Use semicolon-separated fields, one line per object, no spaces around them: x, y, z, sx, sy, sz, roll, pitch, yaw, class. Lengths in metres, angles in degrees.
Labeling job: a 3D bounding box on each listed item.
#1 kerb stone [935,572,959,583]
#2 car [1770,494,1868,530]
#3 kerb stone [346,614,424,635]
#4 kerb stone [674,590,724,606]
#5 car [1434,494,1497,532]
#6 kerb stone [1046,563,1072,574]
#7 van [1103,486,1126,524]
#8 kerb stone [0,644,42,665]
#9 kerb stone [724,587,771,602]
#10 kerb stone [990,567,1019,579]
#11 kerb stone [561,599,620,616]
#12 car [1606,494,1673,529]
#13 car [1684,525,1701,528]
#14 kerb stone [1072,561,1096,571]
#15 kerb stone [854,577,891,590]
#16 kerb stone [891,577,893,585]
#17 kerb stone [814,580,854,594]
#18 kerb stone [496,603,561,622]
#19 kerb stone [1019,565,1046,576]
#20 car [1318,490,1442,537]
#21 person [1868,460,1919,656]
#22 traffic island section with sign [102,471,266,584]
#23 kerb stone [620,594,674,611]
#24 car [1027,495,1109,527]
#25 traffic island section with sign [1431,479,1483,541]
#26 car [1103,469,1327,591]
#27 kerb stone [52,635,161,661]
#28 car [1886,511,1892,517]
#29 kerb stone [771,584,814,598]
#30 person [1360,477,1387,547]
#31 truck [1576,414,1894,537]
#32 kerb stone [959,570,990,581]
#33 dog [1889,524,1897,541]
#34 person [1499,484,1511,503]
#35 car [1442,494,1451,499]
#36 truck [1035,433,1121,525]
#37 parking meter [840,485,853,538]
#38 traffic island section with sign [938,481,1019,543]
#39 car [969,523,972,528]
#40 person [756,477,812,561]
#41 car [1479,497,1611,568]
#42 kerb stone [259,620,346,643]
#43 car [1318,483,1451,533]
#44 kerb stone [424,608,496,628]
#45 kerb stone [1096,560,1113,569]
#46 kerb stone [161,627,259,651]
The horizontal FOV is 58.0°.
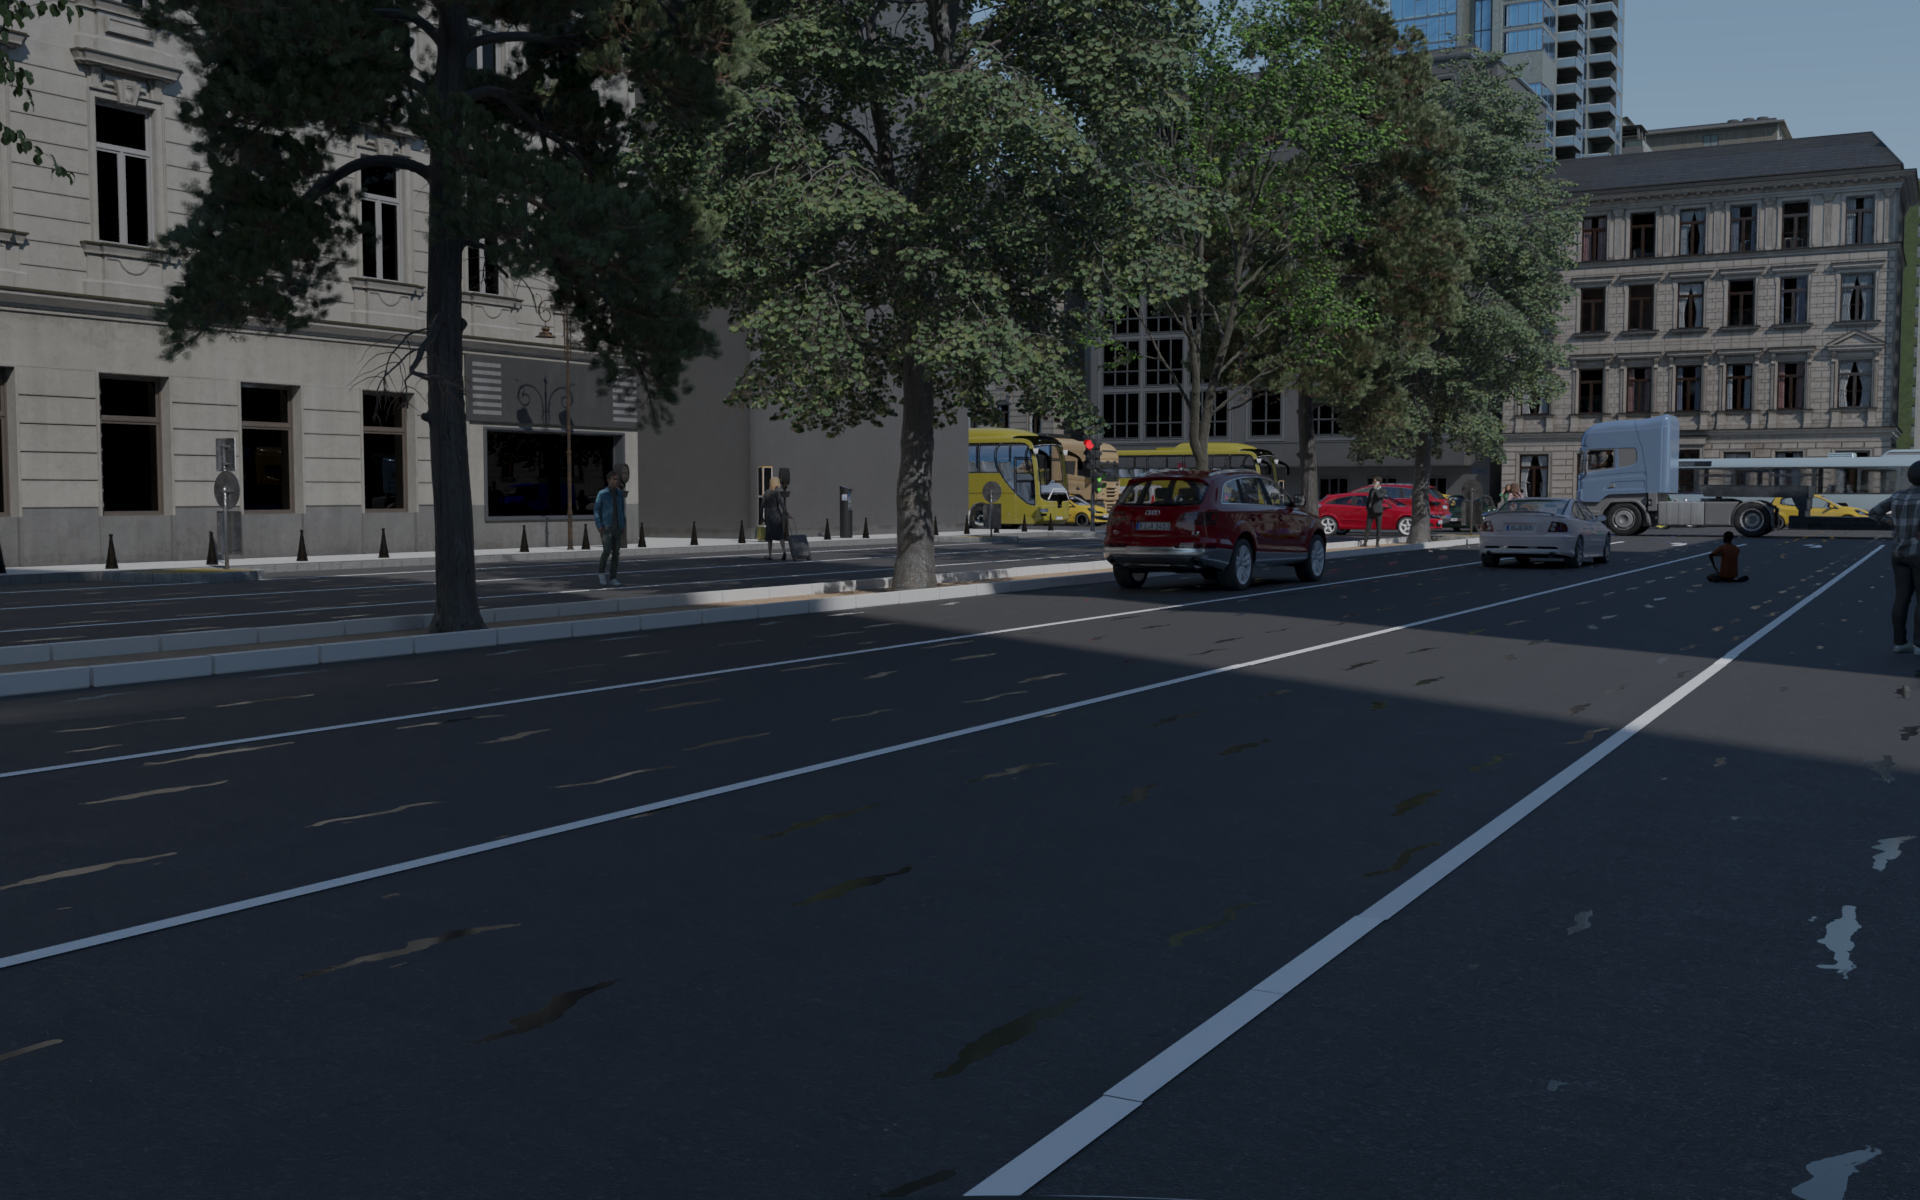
-0.355;-0.341;27.788;0.120;0.150;1.000;2;4;30;kerb stone
34.340;-3.625;69.488;3.980;1.641;2.015;2;4;30;car
-6.006;0.259;17.956;0.120;0.150;1.000;2;4;30;kerb stone
-3.446;-0.014;22.420;0.120;0.150;1.000;2;4;30;kerb stone
19.407;-3.465;66.432;2.009;1.686;4.222;2;4;32;car
1.699;-0.561;31.364;0.120;0.150;1.000;2;4;30;kerb stone
7.701;-4.604;82.280;4.112;2.044;2.013;2;4;30;van
-8.062;0.479;14.360;0.120;0.150;1.000;2;4;30;kerb stone
-2.921;-0.068;23.314;0.120;0.150;1.000;2;4;30;kerb stone
0.676;-0.442;29.581;0.120;0.150;1.000;2;4;30;kerb stone
-4.461;0.096;20.631;0.120;0.150;1.000;2;4;30;kerb stone
27.704;-3.791;71.571;3.694;1.707;1.945;2;4;29;car
30.111;-3.847;74.897;4.499;1.417;2.014;2;4;30;car
2.214;-0.612;32.259;0.120;0.150;1.000;2;4;30;kerb stone
-1.387;-0.233;26.002;0.120;0.150;1.000;2;4;30;kerb stone
-0.862;-0.287;26.887;0.120;0.150;1.000;2;4;30;kerb stone
-1.896;-0.175;25.109;0.120;0.150;1.000;2;4;30;kerb stone
-4.974;0.150;19.738;0.120;0.150;1.000;2;4;30;kerb stone
1.184;-0.506;30.475;0.120;0.150;1.000;2;4;30;kerb stone
14.350;-3.099;59.702;4.494;1.783;2.155;2;4;29;car
8.560;-0.386;15.542;0.376;1.734;0.841;0;4;-7;person
-12.742;-1.232;28.767;1.989;1.847;2.006;2;4;30;traffic island section with sign
-3.948;0.041;21.522;0.120;0.150;1.000;2;4;30;kerb stone
4.772;-4.125;77.669;3.980;1.641;2.015;2;4;31;car
15.661;-2.777;53.532;2.006;1.907;1.989;2;4;30;traffic island section with sign
4.148;-1.147;27.428;2.281;1.827;5.304;2;4;32;car
-7.550;0.424;15.258;0.120;0.150;1.000;2;4;30;kerb stone
38.904;-3.479;69.238;4.827;1.381;2.083;2;4;31;car
-2.409;-0.121;24.206;0.120;0.150;1.000;2;4;30;kerb stone
11.161;-2.374;46.684;0.648;1.900;0.474;3;4;39;person
29.296;-4.071;56.323;18.799;4.110;2.967;2;4;30;truck
0.154;-0.397;28.681;0.120;0.150;1.000;2;4;30;kerb stone
22.826;-1.540;42.023;0.513;0.831;0.800;2;4;28;dog
19.421;-3.217;61.345;0.600;1.795;0.529;1;4;23;person
21.527;-4.079;76.921;3.980;1.641;2.015;2;4;31;car
2.677;-5.687;81.889;11.283;4.237;2.839;2;4;30;truck
-3.323;-2.577;50.542;0.372;1.533;0.369;0;3;0;parking meter
0.688;-2.664;52.192;1.989;1.847;2.006;2;4;30;traffic island section with sign
-1.163;-3.940;73.218;4.718;1.807;1.959;2;4;31;car
-3.834;-1.751;37.344;0.699;1.804;1.509;-2;4;-31;person
11.875;-1.387;35.033;2.083;1.381;4.827;2;4;31;car
-6.517;0.320;17.056;0.120;0.150;1.000;2;4;30;kerb stone
15.241;-3.349;63.436;5.304;1.827;2.281;2;4;31;car
-5.484;0.209;18.845;0.120;0.150;1.000;2;4;30;kerb stone
2.726;-0.670;33.153;0.120;0.150;1.000;2;4;30;kerb stone
-7.028;0.369;16.158;0.120;0.150;1.000;2;4;30;kerb stone
